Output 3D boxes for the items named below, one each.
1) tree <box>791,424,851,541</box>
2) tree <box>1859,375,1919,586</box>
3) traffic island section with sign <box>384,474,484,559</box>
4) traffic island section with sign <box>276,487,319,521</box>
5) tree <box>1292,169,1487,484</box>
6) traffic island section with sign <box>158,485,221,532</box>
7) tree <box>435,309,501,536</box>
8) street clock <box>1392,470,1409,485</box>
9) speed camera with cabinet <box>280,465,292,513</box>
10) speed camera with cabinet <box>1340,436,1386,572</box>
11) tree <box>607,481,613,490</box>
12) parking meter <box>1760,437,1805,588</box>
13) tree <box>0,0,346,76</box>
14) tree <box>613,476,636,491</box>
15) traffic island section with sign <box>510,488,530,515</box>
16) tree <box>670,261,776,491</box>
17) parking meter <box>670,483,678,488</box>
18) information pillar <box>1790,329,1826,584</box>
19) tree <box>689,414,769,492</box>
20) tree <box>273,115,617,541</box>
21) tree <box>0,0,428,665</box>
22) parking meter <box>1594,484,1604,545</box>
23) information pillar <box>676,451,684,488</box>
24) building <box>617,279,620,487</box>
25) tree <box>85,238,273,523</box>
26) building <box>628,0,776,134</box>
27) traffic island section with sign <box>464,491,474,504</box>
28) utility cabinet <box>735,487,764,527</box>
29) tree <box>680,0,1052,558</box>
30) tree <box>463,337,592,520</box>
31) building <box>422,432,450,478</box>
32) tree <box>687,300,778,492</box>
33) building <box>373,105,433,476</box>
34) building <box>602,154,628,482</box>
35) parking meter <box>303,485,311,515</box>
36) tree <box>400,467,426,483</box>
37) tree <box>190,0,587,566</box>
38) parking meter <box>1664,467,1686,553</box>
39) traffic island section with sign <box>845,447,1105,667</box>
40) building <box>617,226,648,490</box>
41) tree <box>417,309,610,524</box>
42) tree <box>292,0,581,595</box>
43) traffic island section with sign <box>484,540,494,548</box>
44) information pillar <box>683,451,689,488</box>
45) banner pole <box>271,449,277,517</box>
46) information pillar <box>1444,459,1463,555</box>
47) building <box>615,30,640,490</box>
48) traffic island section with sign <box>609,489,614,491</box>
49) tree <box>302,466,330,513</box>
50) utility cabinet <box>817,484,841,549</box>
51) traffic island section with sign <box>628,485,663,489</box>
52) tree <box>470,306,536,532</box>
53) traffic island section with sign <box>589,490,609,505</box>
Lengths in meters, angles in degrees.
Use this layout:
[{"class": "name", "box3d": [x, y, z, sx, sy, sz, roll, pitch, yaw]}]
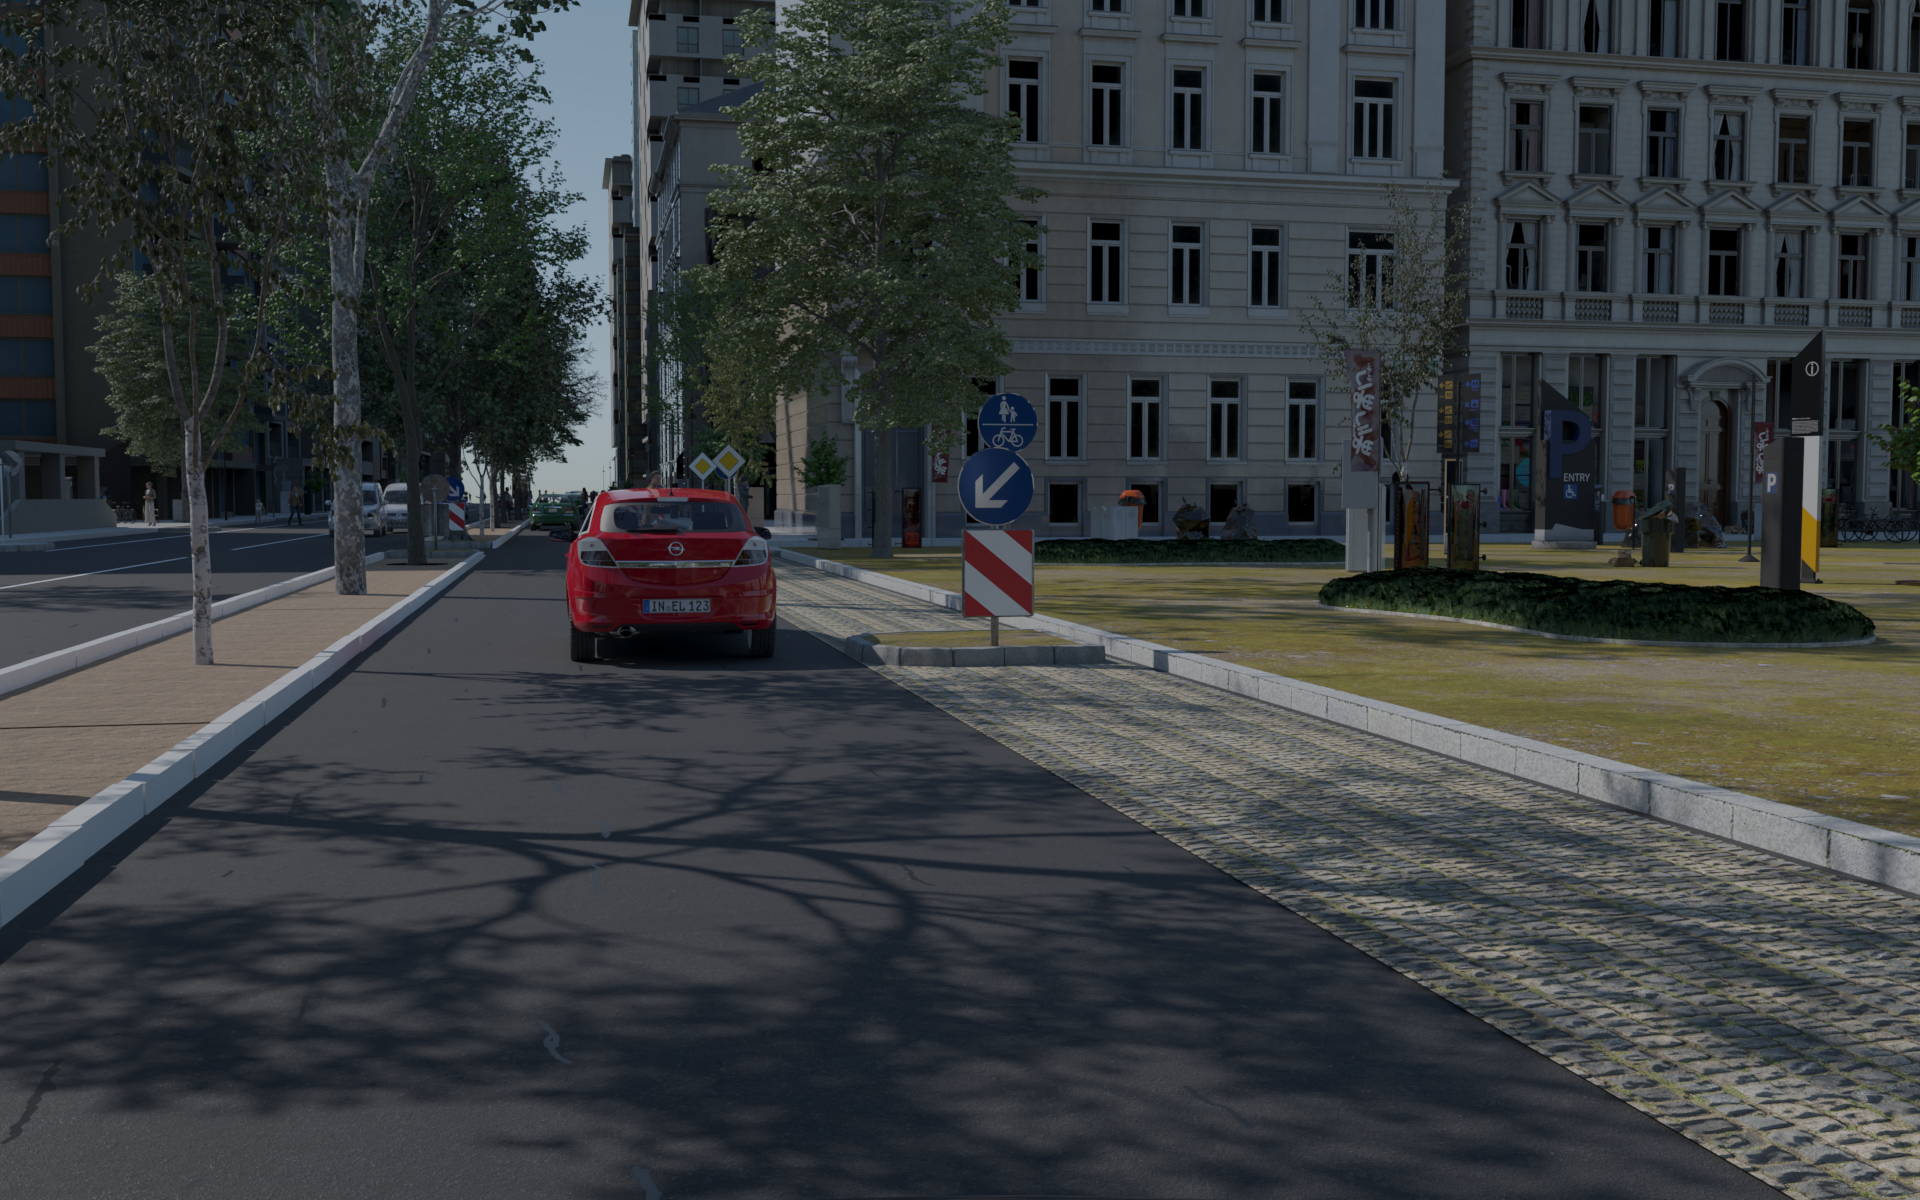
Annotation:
[{"class": "tree", "box3d": [-3.859, -3.263, 47.952, 1.663, 3.219, 1.824, 0, 3, 0]}, {"class": "tree", "box3d": [13.791, -1.808, 24.165, 1.663, 3.219, 1.824, 0, 3, 0]}, {"class": "traffic island section with sign", "box3d": [-11.925, -1.899, 39.190, 2.006, 1.907, 1.989, -1, 4, -13]}, {"class": "traffic island section with sign", "box3d": [-35.540, -5.156, 92.925, 1.989, 1.847, 2.006, -1, 4, -13]}, {"class": "tree", "box3d": [10.066, -5.469, 39.779, 4.360, 8.622, 3.978, 0, 3, 0]}, {"class": "traffic island section with sign", "box3d": [-29.587, -3.548, 66.633, 1.989, 1.847, 2.006, -1, 4, -13]}, {"class": "tree", "box3d": [-16.408, -6.499, 59.079, 4.737, 8.622, 4.395, 0, 3, 0]}, {"class": "street clock", "box3d": [13.397, -2.947, 52.750, 0.471, 2.002, 0.358, 0, 4, 2]}, {"class": "speed camera with cabinet", "box3d": [-45.067, -7.431, 115.839, 0.660, 3.252, 2.038, -1, 4, -16]}, {"class": "speed camera with cabinet", "box3d": [6.563, -2.067, 28.131, 0.660, 3.252, 2.038, 1, 4, 17]}, {"class": "tree", "box3d": [-44.487, -13.928, 222.316, 1.663, 3.219, 1.824, 0, 3, 0]}, {"class": "parking meter", "box3d": [8.510, -0.748, 17.946, 0.255, 1.863, 0.399, 0, 4, -4]}, {"class": "tree", "box3d": [-5.480, -4.345, 7.905, 8.767, 10.594, 7.601, -1, 4, -13]}, {"class": "tree", "box3d": [-32.374, -10.630, 168.401, 1.663, 3.219, 1.824, 0, 3, 0]}, {"class": "traffic island section with sign", "box3d": [-30.176, -6.824, 119.701, 2.006, 1.907, 1.989, -1, 4, -13]}, {"class": "tree", "box3d": [-10.656, -9.226, 76.599, 9.928, 11.665, 9.643, 0, 3, 0]}, {"class": "parking meter", "box3d": [-14.929, -5.178, 90.376, 0.399, 1.863, 0.255, 2, 4, 29]}, {"class": "information pillar", "box3d": [12.155, -2.049, 24.859, 0.183, 3.616, 0.504, -2, 4, -28]}, {"class": "tree", "box3d": [-9.343, -5.303, 70.417, 4.285, 4.588, 4.351, 0, 3, 0]}, {"class": "tree", "box3d": [-15.162, -8.093, 51.792, 9.611, 12.733, 9.660, 0, 3, 0]}, {"class": "tree", "box3d": [-6.265, -3.742, 14.010, 4.360, 8.622, 3.978, 0, 3, 0]}, {"class": "parking meter", "box3d": [16.072, -2.163, 43.772, 0.372, 1.533, 0.369, 0, 3, 0]}, {"class": "information pillar", "box3d": [-15.337, -6.336, 94.942, 0.183, 3.616, 0.504, 2, 4, 35]}, {"class": "building", "box3d": [-35.197, -27.056, 214.071, 14.160, 30.474, 14.107, -1, 4, -13]}, {"class": "tree", "box3d": [-34.448, -9.703, 76.769, 7.486, 12.596, 7.792, 0, 3, 0]}, {"class": "building", "box3d": [-17.358, -35.559, 170.623, 28.713, 52.752, 27.495, -1, 4, -13]}, {"class": "traffic island section with sign", "box3d": [-70.727, -14.649, 248.132, 1.989, 1.847, 2.006, -1, 4, -13]}, {"class": "utility cabinet", "box3d": [-6.963, -2.968, 57.206, 0.318, 1.500, 1.173, 2, 4, 31]}, {"class": "tree", "box3d": [-1.766, -7.161, 35.208, 7.486, 12.596, 7.792, 0, 3, 0]}, {"class": "tree", "box3d": [-23.903, -10.588, 93.703, 7.486, 12.596, 7.792, 0, 3, 0]}, {"class": "building", "box3d": [-87.562, -38.840, 258.734, 21.300, 48.544, 21.600, -1, 4, -13]}, {"class": "tree", "box3d": [-8.367, -7.021, 65.155, 4.737, 8.622, 4.395, 0, 3, 0]}, {"class": "building", "box3d": [-86.118, -39.423, 233.810, 28.713, 52.752, 27.495, -1, 4, -13]}, {"class": "building", "box3d": [-39.897, -41.422, 266.482, 28.713, 52.752, 27.495, -1, 4, -13]}, {"class": "parking meter", "box3d": [-40.256, -6.184, 106.814, 0.399, 1.863, 0.255, 1, 4, 17]}, {"class": "tree", "box3d": [-60.427, -12.687, 191.149, 4.285, 4.588, 4.351, 0, 3, 0]}, {"class": "tree", "box3d": [-11.020, -6.499, 34.464, 9.928, 11.665, 9.643, 0, 3, 0]}, {"class": "parking meter", "box3d": [15.707, -1.979, 38.063, 0.255, 1.863, 0.399, -1, 4, -21]}, {"class": "traffic island section with sign", "box3d": [0.035, -0.405, 15.245, 1.989, 1.847, 2.006, -1, 4, -13]}, {"class": "building", "box3d": [-29.674, -25.572, 189.808, 14.160, 30.474, 14.107, -1, 4, -13]}, {"class": "tree", "box3d": [-22.272, -10.467, 83.965, 12.009, 13.543, 11.850, 0, 3, 0]}, {"class": "tree", "box3d": [-7.273, -10.096, 23.415, 12.611, 20.169, 13.585, 0, 3, 0]}, {"class": "traffic island section with sign", "box3d": [-13.554, -2.341, 46.417, 2.006, 1.907, 1.989, -1, 4, -13]}, {"class": "information pillar", "box3d": [-14.607, -6.217, 92.999, 0.183, 3.616, 0.504, -1, 4, -10]}, {"class": "banner pole", "box3d": [-38.195, -6.510, 96.458, 0.401, 3.779, 0.863, 0, 4, -4]}, {"class": "information pillar", "box3d": [10.445, -1.969, 36.684, 0.304, 2.012, 0.304, 2, 4, 28]}, {"class": "building", "box3d": [-35.536, -56.454, 235.691, 22.319, 86.520, 31.000, -1, 4, -13]}, {"class": "traffic island section with sign", "box3d": [-18.451, -5.391, 96.774, 1.989, 1.847, 2.006, -1, 4, -13]}, {"class": "tree", "box3d": [-43.426, -7.452, 116.443, 1.663, 3.219, 1.824, 0, 3, 0]}, {"class": "utility cabinet", "box3d": [-3.070, -1.941, 40.419, 0.318, 1.500, 1.173, -1, 4, -17]}, {"class": "traffic island section with sign", "box3d": [-12.499, -3.783, 70.482, 1.989, 1.847, 2.006, -1, 4, -13]}, {"class": "tree", "box3d": [-17.628, -6.865, 65.063, 4.360, 8.622, 3.978, 0, 3, 0]}, {"class": "traffic island section with sign", "box3d": [-35.513, -9.994, 172.027, 1.989, 1.847, 2.006, -1, 4, -13]}]
